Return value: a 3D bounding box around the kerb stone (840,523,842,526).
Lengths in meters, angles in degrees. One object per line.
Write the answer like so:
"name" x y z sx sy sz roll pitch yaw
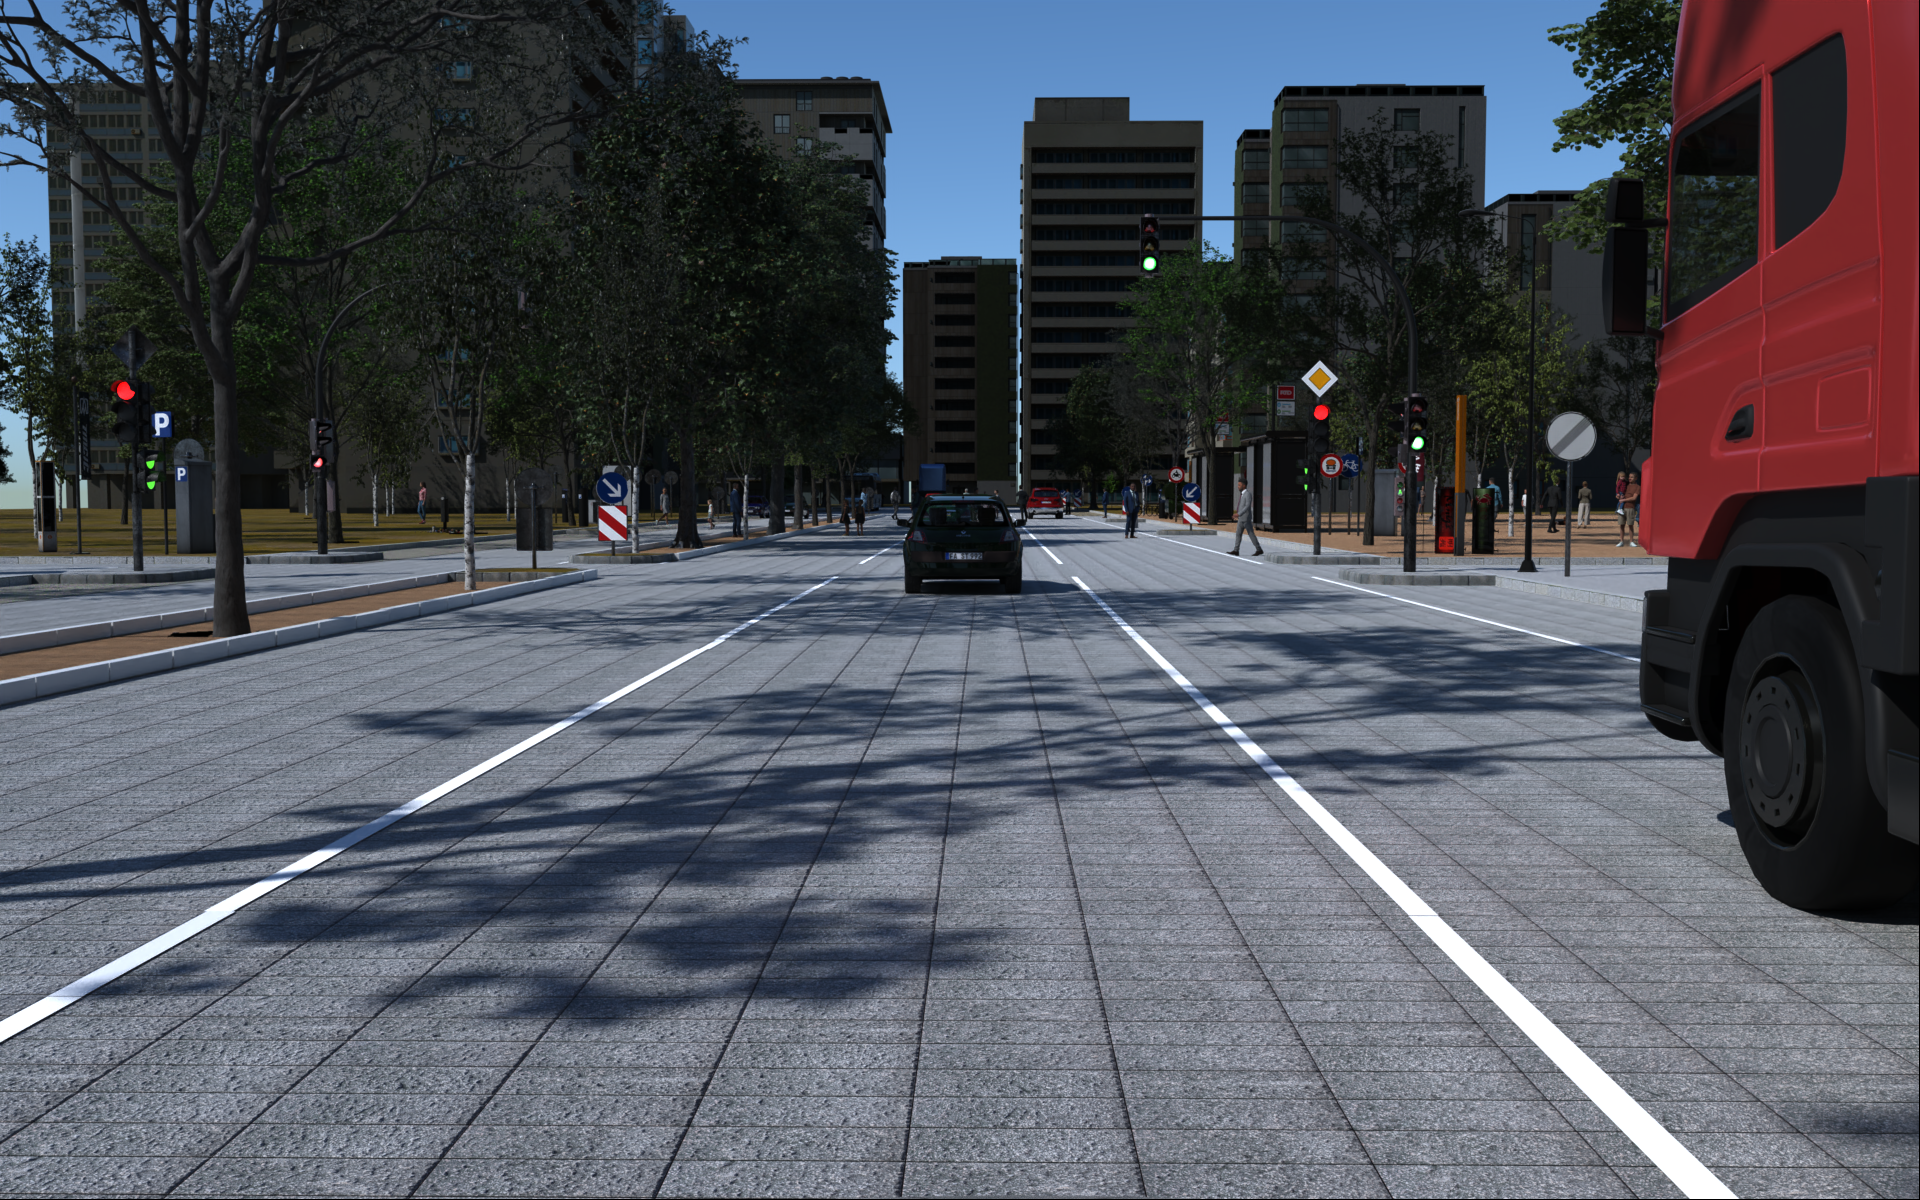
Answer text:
"kerb stone" -5.463 -3.334 76.770 0.120 0.150 1.000 0 4 1

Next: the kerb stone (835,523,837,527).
"kerb stone" -5.498 -3.212 74.721 0.120 0.150 1.000 0 4 1

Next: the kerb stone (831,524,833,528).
"kerb stone" -5.527 -3.079 72.677 0.120 0.150 1.000 0 4 1

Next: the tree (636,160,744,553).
"tree" -7.120 -5.207 37.953 4.360 8.622 3.978 0 3 0

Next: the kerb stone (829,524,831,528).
"kerb stone" -5.544 -3.024 71.654 0.120 0.150 1.000 0 4 1

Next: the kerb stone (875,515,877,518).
"kerb stone" -5.065 -4.780 100.344 0.120 0.150 1.000 0 4 1

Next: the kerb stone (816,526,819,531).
"kerb stone" -5.634 -2.712 66.538 0.120 0.150 1.000 0 4 1

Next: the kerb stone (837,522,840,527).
"kerb stone" -5.476 -3.275 75.747 0.120 0.150 1.000 0 4 1

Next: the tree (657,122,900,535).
"tree" -6.459 -9.259 60.497 9.857 13.997 8.962 0 3 0

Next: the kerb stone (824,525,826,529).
"kerb stone" -5.586 -2.900 69.609 0.120 0.150 1.000 0 4 1

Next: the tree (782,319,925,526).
"tree" -6.396 -9.084 85.396 8.767 10.594 7.601 0 4 1

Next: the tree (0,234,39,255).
"tree" -26.721 -6.616 42.584 7.601 10.594 8.767 0 4 5

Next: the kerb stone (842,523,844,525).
"kerb stone" -5.442 -3.400 77.791 0.120 0.150 1.000 0 4 1

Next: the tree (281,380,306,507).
"tree" -40.946 -9.702 108.987 4.737 8.622 4.395 0 3 0

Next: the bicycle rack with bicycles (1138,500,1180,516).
"bicycle rack with bicycles" 11.823 -5.293 99.928 2.852 0.926 2.925 -2 4 -28

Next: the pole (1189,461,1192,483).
"pole" 14.303 -6.947 107.426 0.158 3.312 0.155 0 3 0

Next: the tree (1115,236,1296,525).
"tree" 10.246 -8.894 71.180 9.928 11.665 9.643 0 3 0

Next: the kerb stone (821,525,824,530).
"kerb stone" -5.597 -2.836 68.582 0.120 0.150 1.000 0 4 1

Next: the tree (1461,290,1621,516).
"tree" 34.570 -11.808 103.427 12.009 13.543 11.850 0 3 0

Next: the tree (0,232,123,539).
"tree" -26.396 -6.081 49.781 4.737 8.622 4.395 0 3 0

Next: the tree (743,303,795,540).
"tree" -6.606 -6.147 53.327 4.360 8.622 3.978 0 3 0

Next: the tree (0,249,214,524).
"tree" -35.081 -8.448 72.529 8.767 10.594 7.601 -3 5 -40

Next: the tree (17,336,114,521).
"tree" -42.284 -8.018 81.464 4.360 8.622 3.978 0 3 0

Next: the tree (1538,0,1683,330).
"tree" 9.694 -6.086 17.637 7.486 12.596 7.792 0 3 0

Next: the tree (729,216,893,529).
"tree" -6.633 -9.140 70.021 7.486 12.596 7.792 0 3 0

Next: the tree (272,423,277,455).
"tree" -39.404 -9.392 103.914 4.360 8.622 3.978 0 3 0

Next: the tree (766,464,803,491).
"tree" -14.874 -9.846 144.699 4.285 4.588 4.351 0 3 0

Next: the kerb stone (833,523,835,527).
"kerb stone" -5.510 -3.150 73.699 0.120 0.150 1.000 0 4 1

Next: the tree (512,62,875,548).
"tree" -7.197 -7.711 45.541 9.611 12.733 9.660 0 3 0

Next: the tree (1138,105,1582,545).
"tree" 10.029 -6.624 42.721 8.767 10.594 7.601 2 4 29

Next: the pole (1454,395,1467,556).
"pole" 10.344 -2.567 35.808 0.158 3.312 0.155 0 3 0

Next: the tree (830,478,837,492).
"tree" -13.888 -14.438 186.419 4.360 8.622 3.978 0 3 0

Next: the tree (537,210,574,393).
"tree" -15.797 -7.900 54.914 9.928 11.665 9.643 0 3 0

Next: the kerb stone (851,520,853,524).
"kerb stone" -5.360 -3.713 82.918 0.120 0.150 1.000 0 4 1

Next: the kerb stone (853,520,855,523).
"kerb stone" -5.289 -3.960 87.016 0.120 0.150 1.000 0 4 1

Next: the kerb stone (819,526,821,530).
"kerb stone" -5.613 -2.775 67.560 0.120 0.150 1.000 0 4 1

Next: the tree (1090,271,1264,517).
"tree" 11.877 -11.287 94.905 12.009 13.543 11.850 0 3 0

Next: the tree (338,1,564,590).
"tree" -7.294 -4.460 25.735 4.360 8.622 3.978 0 3 0

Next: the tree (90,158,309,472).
"tree" -26.014 -8.640 59.387 7.486 12.596 7.792 0 3 0

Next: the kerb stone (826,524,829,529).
"kerb stone" -5.558 -2.962 70.631 0.120 0.150 1.000 0 4 1

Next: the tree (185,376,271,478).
"tree" -34.483 -7.978 80.800 4.360 8.622 3.978 0 3 0

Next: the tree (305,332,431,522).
"tree" -26.761 -7.911 79.705 4.737 8.622 4.395 0 3 0

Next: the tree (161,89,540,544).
"tree" -16.443 -7.290 44.953 9.928 11.665 9.643 0 3 0

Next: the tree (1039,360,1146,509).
"tree" 11.553 -14.143 148.244 9.611 12.733 9.660 0 3 0

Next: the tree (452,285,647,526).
"tree" -15.978 -8.280 69.784 7.601 10.594 8.767 1 4 18

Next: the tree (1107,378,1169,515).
"tree" 11.054 -9.441 104.718 4.360 8.622 3.978 0 3 0

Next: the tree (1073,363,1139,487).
"tree" 11.237 -11.329 119.648 8.767 10.594 7.601 3 5 41

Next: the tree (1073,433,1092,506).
"tree" 13.235 -14.271 183.691 4.737 8.622 4.395 0 3 0

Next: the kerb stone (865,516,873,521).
"kerb stone" -5.118 -4.586 97.267 0.120 0.150 1.000 0 4 1

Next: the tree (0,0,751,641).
"tree" -7.282 -6.361 16.829 12.009 13.543 11.850 0 3 0

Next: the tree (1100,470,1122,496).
"tree" 11.898 -8.716 137.109 1.663 3.219 1.824 0 3 0

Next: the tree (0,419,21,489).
"tree" -62.437 -8.508 102.016 20.602 7.101 11.467 1 4 15

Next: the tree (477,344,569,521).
"tree" -21.083 -8.010 81.333 4.737 8.622 4.395 0 3 0
